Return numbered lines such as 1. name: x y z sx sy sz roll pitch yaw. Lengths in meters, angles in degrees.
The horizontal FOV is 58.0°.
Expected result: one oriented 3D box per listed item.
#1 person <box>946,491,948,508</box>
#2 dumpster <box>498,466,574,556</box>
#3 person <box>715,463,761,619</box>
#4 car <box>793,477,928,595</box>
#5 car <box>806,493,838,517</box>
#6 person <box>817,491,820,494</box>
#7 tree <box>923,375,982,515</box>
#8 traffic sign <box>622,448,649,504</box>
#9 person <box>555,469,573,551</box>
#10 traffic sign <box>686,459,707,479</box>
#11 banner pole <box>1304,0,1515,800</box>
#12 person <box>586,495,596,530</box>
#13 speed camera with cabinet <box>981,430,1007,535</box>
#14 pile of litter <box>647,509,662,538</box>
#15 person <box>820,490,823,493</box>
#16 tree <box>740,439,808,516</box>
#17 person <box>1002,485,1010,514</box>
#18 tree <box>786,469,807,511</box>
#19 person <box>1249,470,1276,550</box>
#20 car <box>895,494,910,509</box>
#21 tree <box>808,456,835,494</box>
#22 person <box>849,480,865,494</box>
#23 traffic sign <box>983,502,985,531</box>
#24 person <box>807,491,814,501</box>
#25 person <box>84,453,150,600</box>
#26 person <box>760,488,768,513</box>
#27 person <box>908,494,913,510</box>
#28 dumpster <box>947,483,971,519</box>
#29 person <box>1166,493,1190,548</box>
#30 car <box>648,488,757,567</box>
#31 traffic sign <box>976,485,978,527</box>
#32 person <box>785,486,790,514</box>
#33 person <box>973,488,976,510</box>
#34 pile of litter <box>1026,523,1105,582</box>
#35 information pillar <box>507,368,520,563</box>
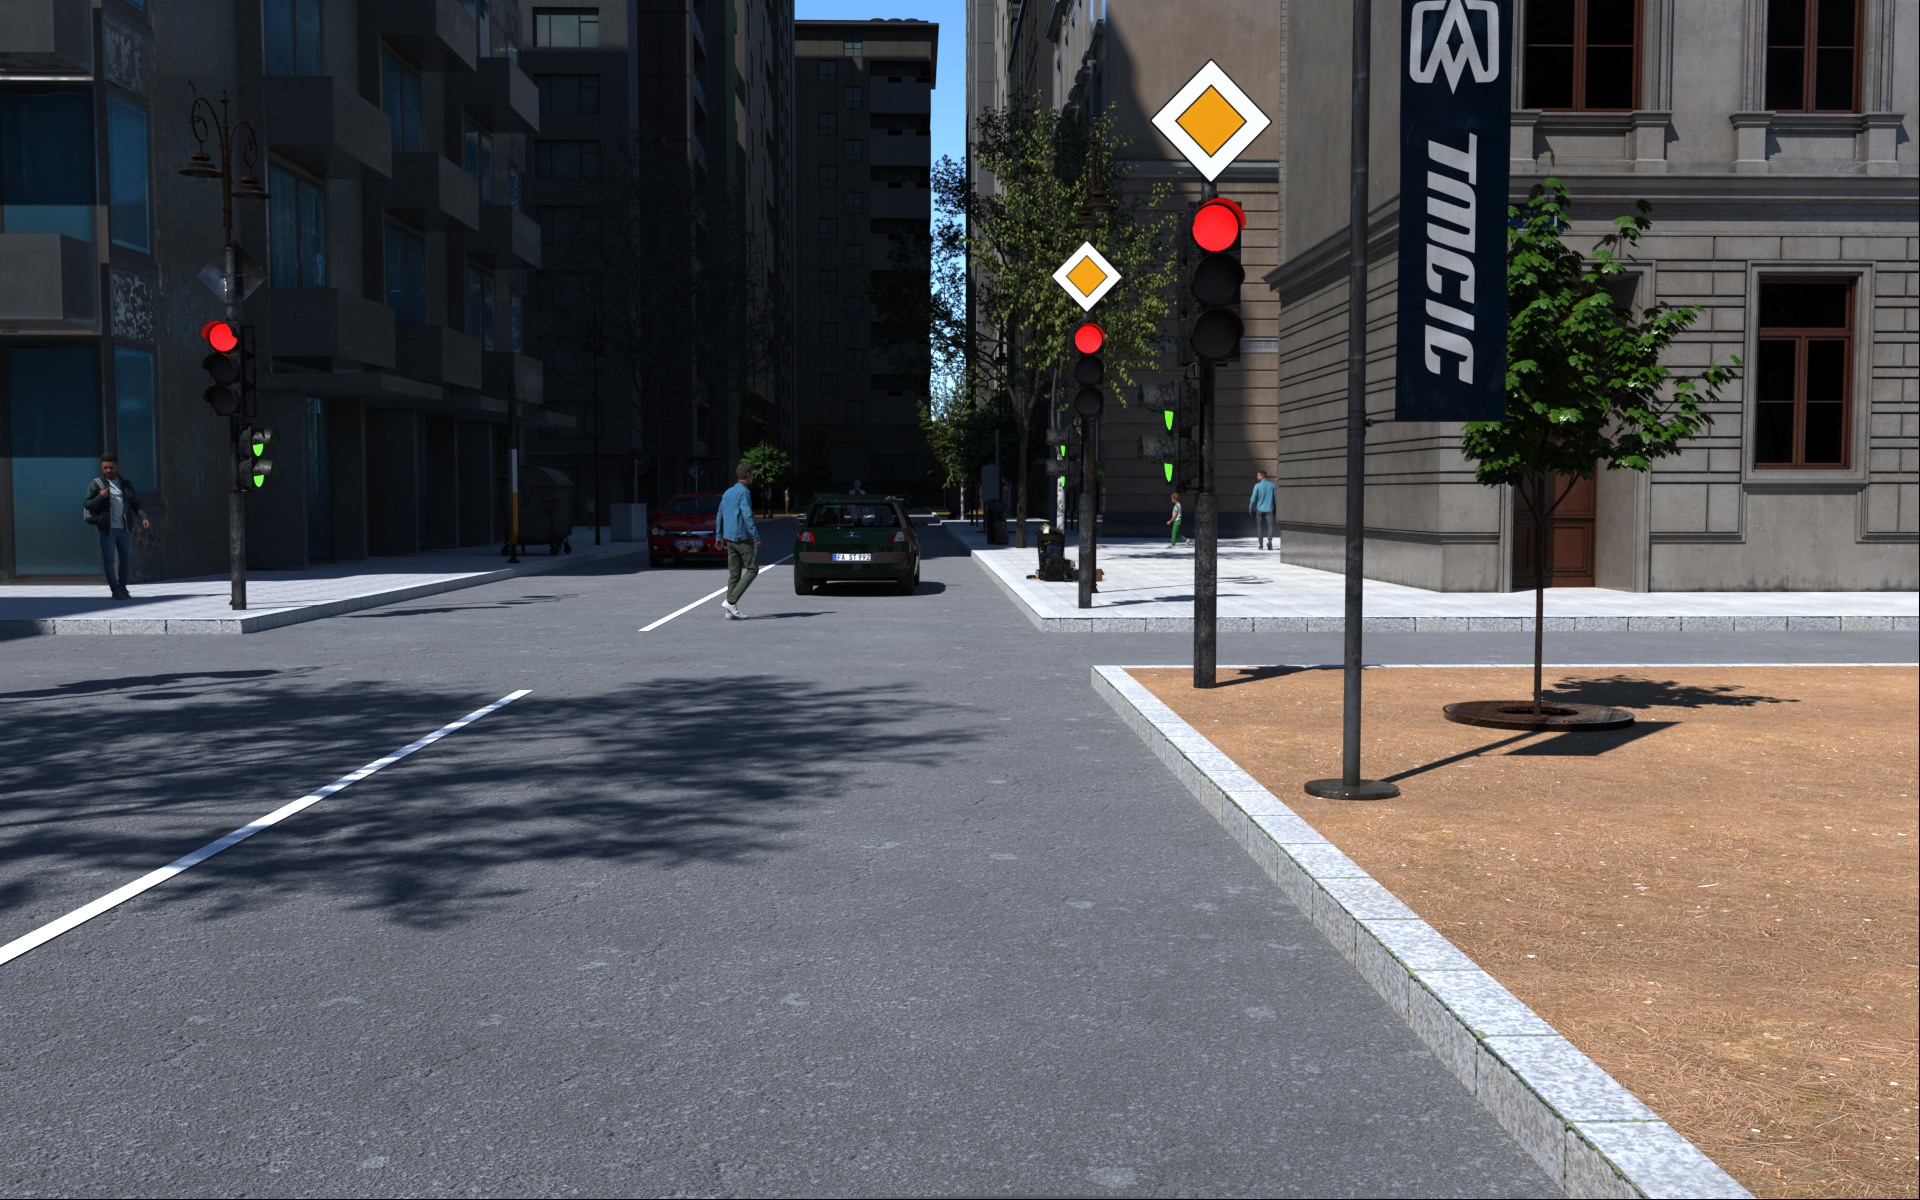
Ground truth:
1. person: -1.011 -9.083 154.681 0.705 1.807 1.348 -2 4 -24
2. dumpster: -8.918 -1.876 36.430 1.264 1.857 1.865 0 4 -1
3. person: -2.541 -0.665 19.717 0.444 1.785 0.601 -2 4 -32
4. car: -1.490 -0.989 25.959 2.009 1.686 4.222 0 4 0
5. car: -6.843 -4.859 88.240 1.959 1.807 4.718 0 4 -1
6. person: -13.614 -9.696 165.239 0.621 1.740 0.551 -1 4 -19
7. tree: -0.391 -9.460 105.038 4.360 8.622 3.978 0 3 0
8. traffic sign: -9.032 -2.944 48.237 0.768 2.556 0.104 0 4 7
9. person: -8.984 -2.011 38.891 0.622 1.834 0.822 1 4 13
10. traffic sign: -9.793 -3.950 64.320 0.795 2.593 0.064 0 4 2
11. banner pole: 1.912 -1.058 7.319 0.863 3.779 0.401 0 4 3
12. person: -13.156 -3.121 61.757 0.332 1.250 0.352 1 4 22
13. speed camera with cabinet: 1.057 -3.643 53.903 0.660 3.252 2.038 0 4 8
14. pile of litter: -9.225 -2.264 50.976 1.176 0.858 1.719 0 3 0
15. person: -13.662 -10.038 171.090 0.530 1.710 0.541 3 5 44
16. tree: -11.643 -7.318 103.368 4.285 4.588 4.351 0 3 0
17. person: 1.775 -4.105 73.513 0.694 1.780 0.624 3 5 40
18. tree: -12.530 -8.407 132.060 1.663 3.219 1.824 0 3 0
19. person: 6.959 -2.069 39.727 0.638 1.841 0.748 1 4 9
20. car: -5.736 -9.649 169.551 2.131 1.459 4.920 0 4 -2
21. tree: -12.378 -10.071 148.377 4.285 4.588 4.351 0 3 0
22. person: -3.001 -2.543 49.953 0.514 1.842 0.818 -3 5 -41
23. traffic sign: 0.843 -3.649 59.770 0.768 2.556 0.104 0 4 2
24. person: -13.351 -9.217 156.672 1.348 1.831 0.705 0 4 -2
25. person: -10.278 -0.896 21.043 0.721 1.781 0.623 2 4 32
26. person: -13.025 -6.650 115.711 0.436 1.711 0.756 -3 5 -41
27. person: -4.480 -8.919 157.561 0.421 1.427 0.697 -1 4 -14
28. dumpster: -0.029 -5.068 88.621 1.264 1.857 1.865 0 4 -2
29. person: 5.184 -1.885 41.103 0.590 1.304 0.306 0 4 -7
30. car: -5.242 -1.623 35.584 2.155 1.783 4.494 0 4 0
31. traffic sign: 0.659 -4.094 67.045 0.768 2.556 0.104 0 4 2
32. person: -10.928 -6.352 109.895 0.705 1.824 1.348 0 4 -3
33. person: 1.291 -7.936 136.622 0.721 1.723 1.217 0 4 -6
34. pile of litter: 1.583 -0.731 25.924 1.176 0.858 1.719 0 4 2
35. information pillar: -8.287 -2.492 32.093 0.183 3.616 0.504 -1 4 -22
